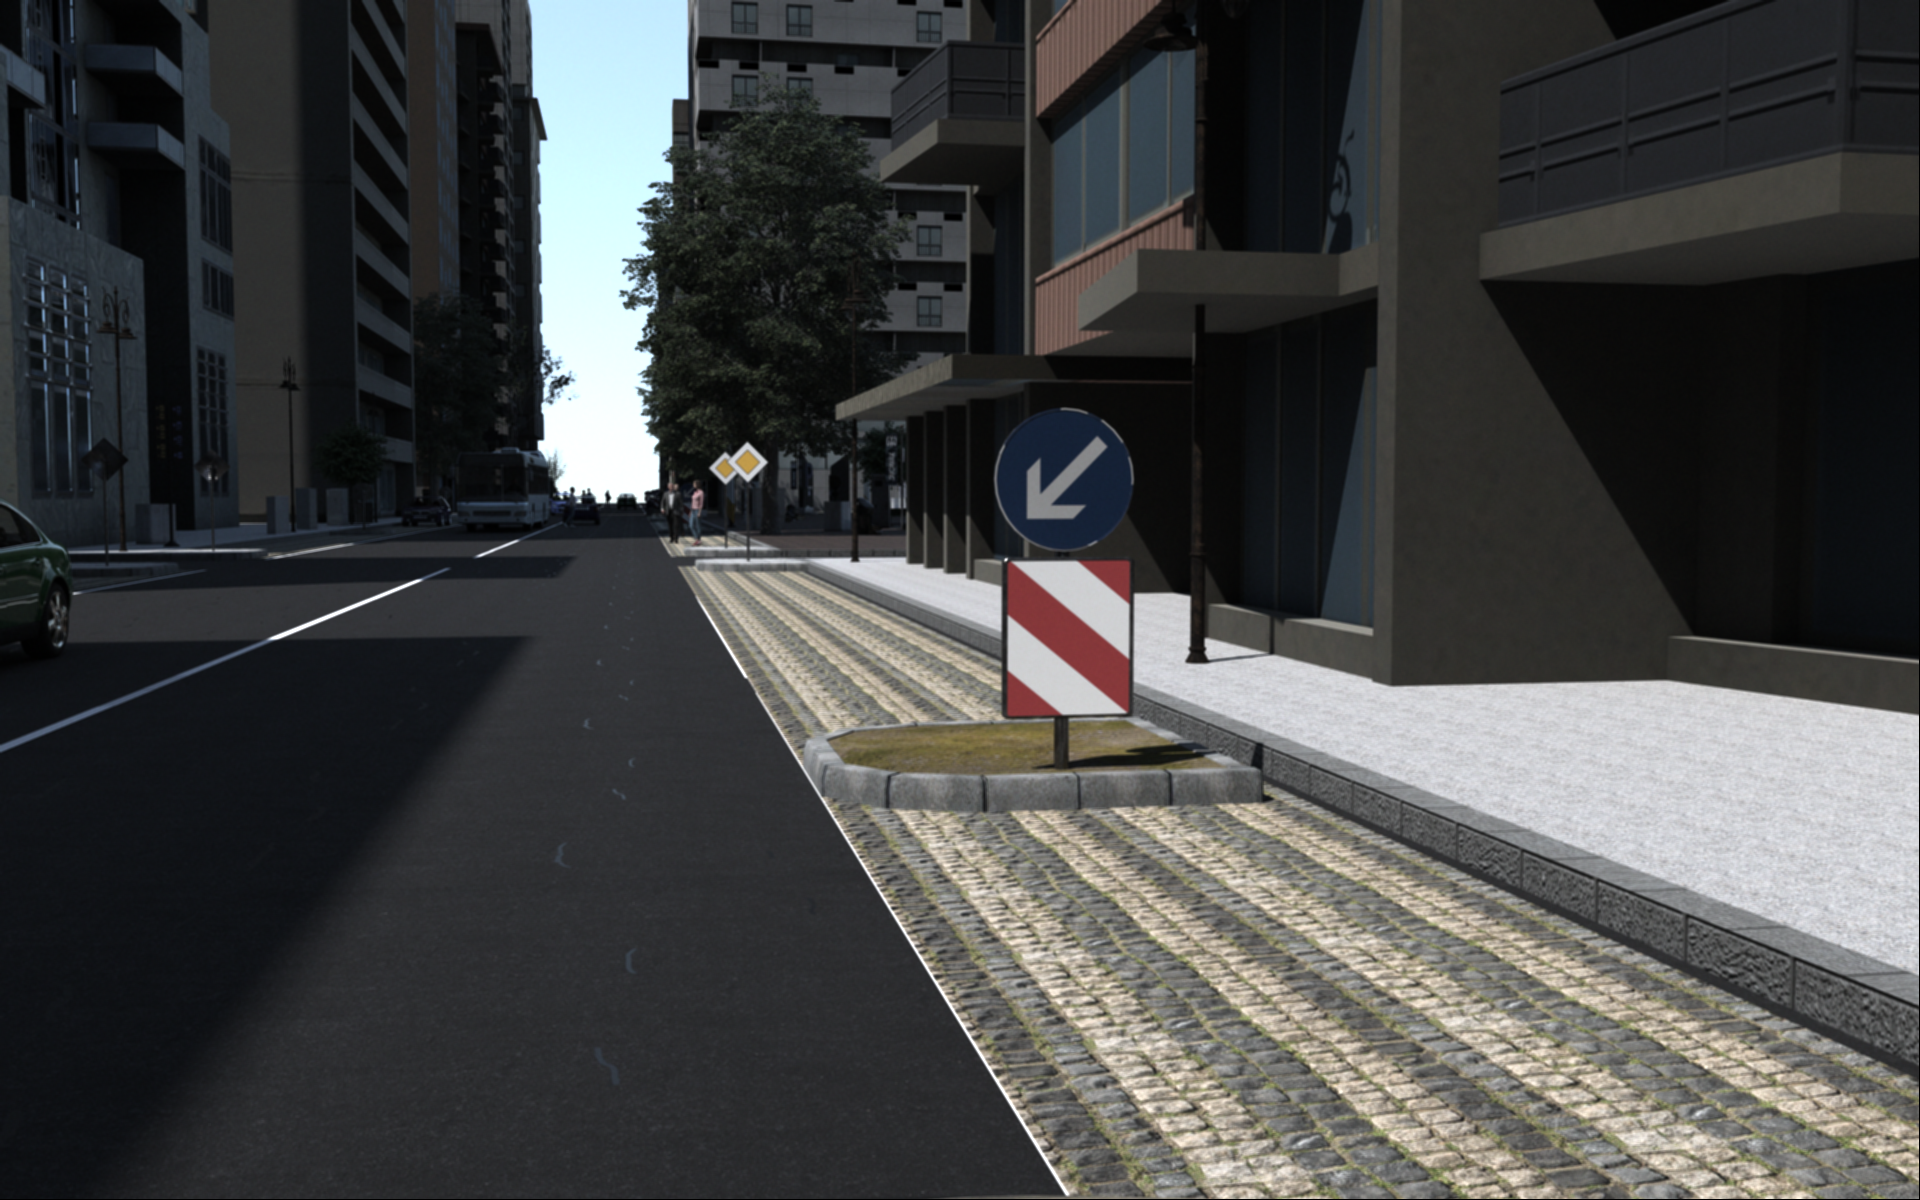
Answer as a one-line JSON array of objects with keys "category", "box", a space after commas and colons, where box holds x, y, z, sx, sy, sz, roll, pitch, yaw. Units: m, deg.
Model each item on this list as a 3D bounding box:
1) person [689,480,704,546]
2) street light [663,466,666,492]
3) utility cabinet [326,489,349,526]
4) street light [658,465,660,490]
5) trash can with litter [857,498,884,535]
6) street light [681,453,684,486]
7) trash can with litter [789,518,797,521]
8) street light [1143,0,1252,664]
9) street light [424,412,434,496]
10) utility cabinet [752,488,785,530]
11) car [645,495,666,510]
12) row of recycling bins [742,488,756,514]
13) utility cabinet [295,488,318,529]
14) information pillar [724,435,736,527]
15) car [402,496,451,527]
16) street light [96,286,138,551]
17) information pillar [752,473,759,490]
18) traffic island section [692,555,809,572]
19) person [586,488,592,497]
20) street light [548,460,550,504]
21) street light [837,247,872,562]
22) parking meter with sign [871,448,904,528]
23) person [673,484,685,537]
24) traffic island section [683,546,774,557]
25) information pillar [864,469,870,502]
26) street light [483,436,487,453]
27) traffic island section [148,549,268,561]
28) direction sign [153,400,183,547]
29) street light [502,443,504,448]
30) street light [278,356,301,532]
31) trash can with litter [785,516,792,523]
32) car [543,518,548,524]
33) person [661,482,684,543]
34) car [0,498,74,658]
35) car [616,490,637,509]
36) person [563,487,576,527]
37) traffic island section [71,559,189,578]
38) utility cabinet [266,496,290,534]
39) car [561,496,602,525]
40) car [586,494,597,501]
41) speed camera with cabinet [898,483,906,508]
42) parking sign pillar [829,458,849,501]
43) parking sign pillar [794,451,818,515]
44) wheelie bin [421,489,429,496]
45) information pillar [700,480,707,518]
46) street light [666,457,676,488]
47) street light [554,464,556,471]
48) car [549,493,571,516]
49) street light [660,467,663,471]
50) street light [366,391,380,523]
[{"category": "person", "box": [-7.267, -2.397, 47.696, 0.555, 1.821, 0.388, 3, 5, 39]}, {"category": "street light", "box": [-35.672, -14.587, 211.287, 0.468, 5.910, 1.993, -1, 4, -11]}, {"category": "utility cabinet", "box": [-24.985, -3.718, 69.473, 1.173, 1.500, 0.318, 3, 5, 41]}, {"category": "street light", "box": [-43.264, -17.040, 251.393, 0.468, 5.910, 1.993, -1, 4, -11]}, {"category": "trash can with litter", "box": [-2.842, -2.658, 54.845, 1.055, 1.170, 0.624, 3, 5, 44]}, {"category": "street light", "box": [-24.174, -10.866, 150.443, 0.468, 5.910, 1.993, -1, 4, -11]}, {"category": "trash can with litter", "box": [-8.735, -4.481, 84.318, 1.678, 1.210, 2.233, -2, 4, -35]}, {"category": "street light", "box": [1.806, -2.460, 13.006, 0.468, 5.910, 1.993, -1, 4, -11]}, {"category": "street light", "box": [-29.989, -7.655, 97.953, 0.468, 5.910, 1.993, -1, 4, -11]}, {"category": "utility cabinet", "box": [-6.833, -3.246, 61.759, 1.173, 1.500, 0.318, -2, 4, -34]}, {"category": "car", "box": [-26.926, -8.614, 153.413, 1.945, 1.354, 3.894, -1, 4, -10]}, {"category": "row of recycling bins", "box": [-12.592, -6.291, 109.978, 3.534, 1.692, 1.069, 3, 5, 45]}, {"category": "utility cabinet", "box": [-23.638, -3.302, 62.660, 0.318, 1.500, 1.173, -3, 5, -44]}, {"category": "information pillar", "box": [-8.894, -4.619, 66.874, 0.504, 3.616, 0.183, 3, 5, 43]}, {"category": "car", "box": [-23.755, -3.949, 77.148, 1.945, 1.354, 3.894, -1, 4, -9]}, {"category": "street light", "box": [-18.749, -4.027, 38.634, 0.468, 5.910, 1.993, -1, 4, -11]}, {"category": "information pillar", "box": [-13.505, -7.524, 114.365, 0.504, 3.616, 0.183, 0, 4, 0]}, {"category": "traffic island section", "box": [-4.019, -0.660, 33.064, 2.009, 0.180, 2.903, -1, 4, -11]}, {"category": "person", "box": [-24.312, -6.432, 113.694, 0.654, 1.822, 0.581, 3, 4, 37]}, {"category": "street light", "box": [-55.823, -16.048, 235.169, 0.468, 5.910, 1.993, -1, 4, -11]}, {"category": "street light", "box": [-1.986, -3.660, 32.634, 0.468, 5.910, 1.993, -1, 4, -11]}, {"category": "parking meter with sign", "box": [-2.975, -4.198, 64.897, 1.738, 3.016, 0.543, 0, 4, 3]}, {"category": "person", "box": [-9.375, -2.961, 57.330, 0.576, 1.772, 0.534, 1, 4, 10]}, {"category": "traffic island section", "box": [-5.501, -1.139, 40.911, 2.009, 0.180, 2.903, -1, 4, -11]}, {"category": "information pillar", "box": [-4.994, -6.215, 92.965, 0.183, 3.616, 0.504, -3, 4, -39]}, {"category": "street light", "box": [-36.878, -9.884, 134.383, 0.468, 5.910, 1.993, -1, 4, -11]}, {"category": "traffic island section", "box": [-16.745, -1.010, 38.799, 2.009, 0.180, 2.903, -1, 4, -11]}, {"category": "direction sign", "box": [-19.218, -3.066, 42.119, 0.379, 3.537, 0.876, 1, 4, 19]}, {"category": "street light", "box": [-40.582, -11.085, 154.028, 0.468, 5.910, 1.993, -1, 4, -11]}, {"category": "street light", "box": [-22.499, -5.228, 58.270, 0.468, 5.910, 1.993, -1, 4, -11]}, {"category": "trash can with litter", "box": [-8.109, -4.068, 77.893, 1.055, 1.170, 0.624, -3, 5, -41]}, {"category": "car", "box": [-21.161, -4.424, 84.699, 2.083, 1.381, 4.827, -1, 4, -12]}, {"category": "person", "box": [-8.336, -2.525, 50.183, 0.661, 1.777, 0.834, -1, 4, -9]}, {"category": "car", "box": [-8.537, -0.300, 13.698, 1.959, 1.807, 4.718, -1, 4, -11]}, {"category": "car", "box": [-31.530, -9.486, 163.887, 1.959, 1.807, 4.718, -1, 4, -10]}, {"category": "person", "box": [-16.782, -3.995, 74.482, 0.598, 1.740, 0.731, -2, 4, -27]}, {"category": "traffic island section", "box": [-15.263, -0.530, 30.952, 2.009, 0.180, 2.903, -1, 4, -11]}, {"category": "utility cabinet", "box": [-21.969, -2.729, 55.777, 0.306, 1.237, 1.020, 0, 4, 4]}, {"category": "car", "box": [-17.923, -4.246, 82.003, 1.945, 1.354, 3.894, -1, 4, -12]}, {"category": "car", "box": [-52.911, -14.505, 247.381, 2.015, 1.641, 3.980, -1, 4, -12]}, {"category": "speed camera with cabinet", "box": [-3.477, -6.844, 106.236, 0.660, 3.252, 2.038, 0, 4, -1]}, {"category": "parking sign pillar", "box": [-7.927, -7.656, 113.649, 1.447, 3.967, 1.447, -2, 4, -29]}, {"category": "parking sign pillar", "box": [-9.474, -7.226, 106.615, 1.447, 3.967, 1.447, 1, 4, 18]}, {"category": "wheelie bin", "box": [-33.906, -6.271, 110.431, 0.980, 1.594, 0.693, -1, 4, -14]}, {"category": "information pillar", "box": [-13.491, -5.299, 91.124, 0.304, 2.012, 0.304, -2, 4, -24]}, {"category": "street light", "box": [-31.621, -13.279, 189.901, 0.468, 5.910, 1.993, -1, 4, -11]}, {"category": "street light", "box": [-59.784, -17.301, 255.651, 0.468, 5.910, 1.993, -1, 4, -11]}, {"category": "car", "box": [-26.754, -6.568, 116.984, 1.945, 1.707, 3.694, -1, 4, -12]}, {"category": "street light", "box": [-39.542, -15.824, 231.511, 0.468, 5.910, 1.993, -1, 4, -11]}, {"category": "street light", "box": [-26.329, -6.428, 77.891, 0.468, 5.910, 1.993, -1, 4, -11]}]
